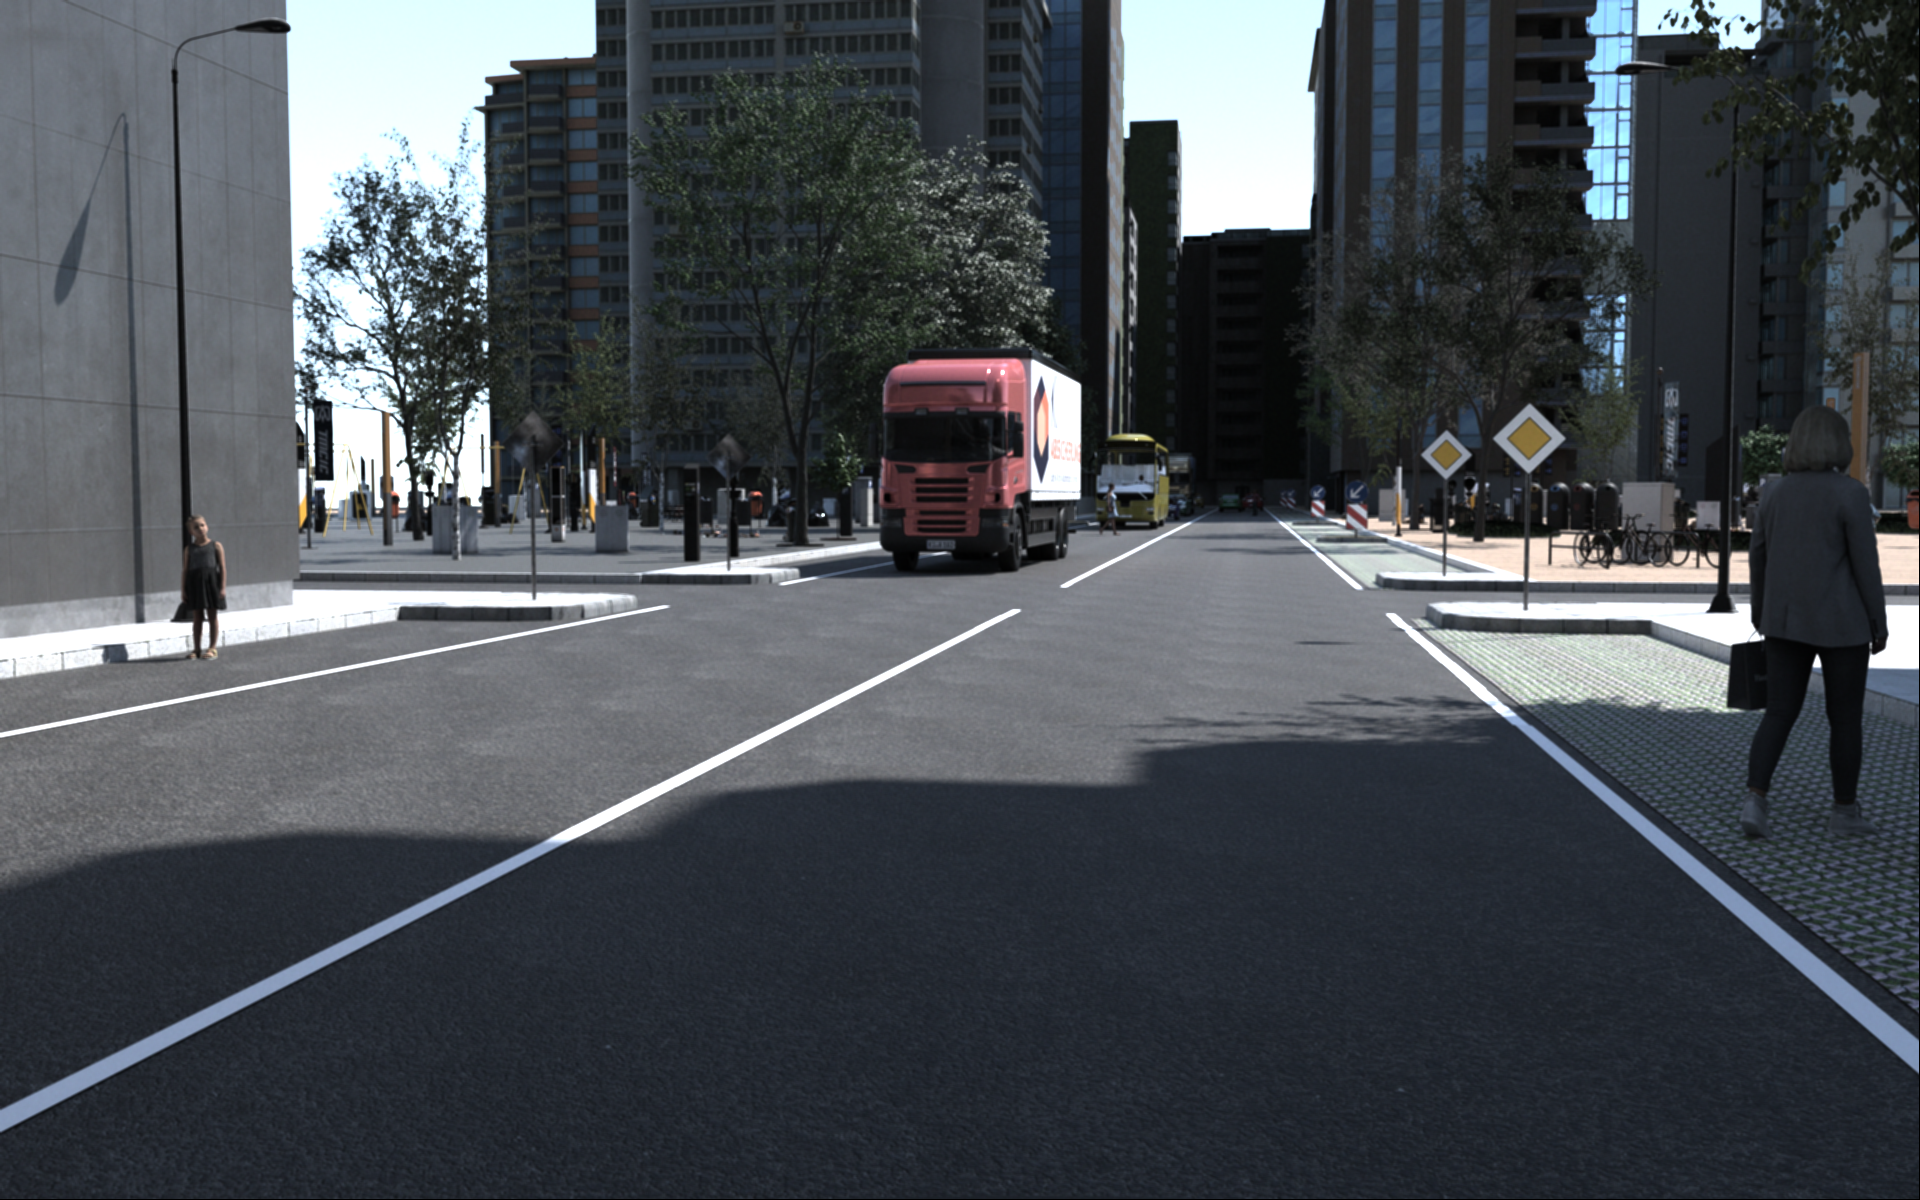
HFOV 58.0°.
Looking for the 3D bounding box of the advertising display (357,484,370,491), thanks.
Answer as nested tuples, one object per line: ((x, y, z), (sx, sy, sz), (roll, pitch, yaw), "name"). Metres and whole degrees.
((-38.011, -6.435, 110.429), (0.974, 1.923, 0.123), (2, 4, 28), "advertising display")

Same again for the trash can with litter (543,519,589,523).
((-17.823, -4.113, 78.298), (2.233, 1.210, 1.678), (1, 4, 15), "trash can with litter")

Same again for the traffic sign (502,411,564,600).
((-5.156, -1.057, 20.922), (0.795, 2.450, 0.064), (1, 4, 9), "traffic sign")

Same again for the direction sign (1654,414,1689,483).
((20.113, -3.488, 49.029), (0.876, 3.537, 0.379), (2, 4, 26), "direction sign")

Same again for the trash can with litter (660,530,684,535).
((-8.424, -2.690, 55.035), (2.233, 1.210, 1.678), (1, 4, 17), "trash can with litter")

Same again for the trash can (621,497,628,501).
((-19.932, -5.561, 102.582), (0.748, 1.137, 0.748), (0, 3, 0), "trash can")

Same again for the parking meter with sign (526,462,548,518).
((-23.091, -5.968, 93.842), (1.738, 3.016, 0.543), (3, 4, 36), "parking meter with sign")

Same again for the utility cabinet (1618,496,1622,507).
((28.723, -3.943, 75.636), (1.020, 1.237, 0.306), (3, 4, 39), "utility cabinet")

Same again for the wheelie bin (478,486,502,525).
((-19.397, -3.891, 71.528), (0.980, 1.594, 0.693), (-2, 4, -23), "wheelie bin")

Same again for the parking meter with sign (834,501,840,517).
((-6.351, -6.298, 99.235), (1.738, 3.016, 0.543), (-2, 4, -24), "parking meter with sign")

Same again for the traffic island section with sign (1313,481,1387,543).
((11.653, -2.626, 51.564), (1.989, 1.847, 2.006), (1, 4, 9), "traffic island section with sign")

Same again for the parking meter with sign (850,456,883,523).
((-4.251, -4.900, 76.373), (1.738, 3.016, 0.543), (2, 4, 24), "parking meter with sign")

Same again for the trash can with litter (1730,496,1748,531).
((25.964, -2.845, 57.575), (1.678, 1.210, 2.233), (2, 4, 35), "trash can with litter")

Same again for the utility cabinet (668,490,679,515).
((-17.308, -5.874, 104.717), (0.318, 1.500, 1.173), (1, 4, 10), "utility cabinet")

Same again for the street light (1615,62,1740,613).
((7.750, -2.824, 18.720), (1.470, 5.913, 1.316), (1, 4, 9), "street light")

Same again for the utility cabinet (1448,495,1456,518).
((26.112, -4.944, 91.988), (0.306, 1.237, 1.020), (1, 4, 8), "utility cabinet")

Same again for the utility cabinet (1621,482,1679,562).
((13.055, -1.479, 32.857), (0.318, 1.500, 1.173), (-1, 4, -14), "utility cabinet")

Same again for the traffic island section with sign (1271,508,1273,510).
((28.717, -8.916, 154.404), (1.989, 1.847, 2.006), (1, 4, 9), "traffic island section with sign")

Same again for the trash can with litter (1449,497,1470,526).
((17.920, -3.144, 62.795), (1.055, 1.170, 0.624), (1, 4, 14), "trash can with litter")

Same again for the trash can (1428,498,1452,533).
((15.904, -2.799, 57.423), (0.748, 1.137, 0.748), (0, 3, 0), "trash can")

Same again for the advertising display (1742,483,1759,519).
((40.600, -5.113, 88.818), (0.974, 1.923, 0.123), (0, 4, 7), "advertising display")

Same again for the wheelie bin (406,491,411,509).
((-33.805, -6.061, 107.011), (0.693, 1.594, 0.980), (-2, 4, -35), "wheelie bin")

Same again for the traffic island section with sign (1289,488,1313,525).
((16.286, -4.334, 79.492), (1.989, 1.847, 2.006), (1, 4, 9), "traffic island section with sign")

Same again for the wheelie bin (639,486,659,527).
((-12.066, -3.643, 67.475), (0.693, 1.594, 0.980), (-3, 5, -45), "wheelie bin")

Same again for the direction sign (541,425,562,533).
((-13.430, -3.952, 56.616), (0.876, 3.537, 0.379), (0, 4, 1), "direction sign")

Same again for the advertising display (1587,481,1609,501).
((30.335, -4.721, 82.408), (0.974, 1.923, 0.123), (0, 4, 7), "advertising display")

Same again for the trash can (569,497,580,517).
((-21.889, -5.297, 98.263), (0.748, 1.137, 0.748), (0, 3, 0), "trash can")

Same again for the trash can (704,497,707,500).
((-14.028, -5.020, 93.729), (0.748, 1.137, 0.748), (0, 3, 0), "trash can")

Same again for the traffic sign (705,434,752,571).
((-3.850, -1.539, 28.800), (0.795, 2.450, 0.064), (1, 4, 9), "traffic sign")

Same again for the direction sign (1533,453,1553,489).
((23.837, -4.825, 70.882), (0.379, 3.537, 0.876), (-3, 4, -39), "direction sign")

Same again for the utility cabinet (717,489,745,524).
((-9.656, -3.939, 73.081), (1.173, 1.500, 0.318), (1, 4, 21), "utility cabinet")

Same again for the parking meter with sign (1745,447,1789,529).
((30.007, -4.157, 64.227), (1.738, 3.016, 0.543), (-1, 4, -18), "parking meter with sign")

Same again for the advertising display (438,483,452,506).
((-28.746, -5.597, 96.730), (0.123, 1.923, 0.974), (2, 4, 31), "advertising display")

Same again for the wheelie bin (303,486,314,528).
((-24.710, -3.491, 64.980), (0.980, 1.594, 0.693), (-2, 4, -28), "wheelie bin")

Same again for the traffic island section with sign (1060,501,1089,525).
((4.943, -4.365, 79.998), (1.989, 1.847, 2.006), (1, 4, 9), "traffic island section with sign")

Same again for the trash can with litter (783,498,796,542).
((-4.473, -2.118, 46.013), (0.624, 1.170, 1.055), (-2, 4, -24), "trash can with litter")

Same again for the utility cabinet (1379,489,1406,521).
((20.027, -4.380, 80.284), (1.173, 1.500, 0.318), (1, 4, 10), "utility cabinet")

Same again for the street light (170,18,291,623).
((-7.222, -2.729, 17.163), (1.470, 5.913, 1.316), (1, 4, 9), "street light")

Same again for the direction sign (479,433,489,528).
((-17.853, -4.454, 64.827), (0.379, 3.537, 0.876), (-1, 4, -8), "direction sign")

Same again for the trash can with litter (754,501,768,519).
((-10.092, -4.734, 88.785), (1.055, 1.170, 0.624), (1, 4, 12), "trash can with litter")

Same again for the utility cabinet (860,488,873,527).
((-3.665, -3.622, 67.893), (0.318, 1.500, 1.173), (0, 4, 7), "utility cabinet")

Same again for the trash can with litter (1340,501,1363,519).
((19.778, -4.661, 87.600), (1.055, 1.170, 0.624), (0, 4, -7), "trash can with litter")

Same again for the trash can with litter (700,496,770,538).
((-6.847, -2.476, 51.532), (2.233, 1.210, 1.678), (0, 4, 3), "trash can with litter")

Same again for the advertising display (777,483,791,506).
((-10.746, -6.111, 105.126), (0.974, 1.923, 0.123), (-2, 4, -27), "advertising display")

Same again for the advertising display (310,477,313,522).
((-25.139, -3.728, 66.160), (0.123, 1.923, 0.974), (2, 4, 25), "advertising display")

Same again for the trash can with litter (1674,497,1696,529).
((26.835, -3.214, 63.928), (1.055, 1.170, 0.624), (0, 4, -4), "trash can with litter")

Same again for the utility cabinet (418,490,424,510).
((-31.754, -5.694, 101.770), (0.318, 1.500, 1.173), (0, 4, -6), "utility cabinet")

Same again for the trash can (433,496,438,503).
((-32.542, -5.890, 107.953), (0.748, 1.137, 0.748), (0, 3, 0), "trash can")

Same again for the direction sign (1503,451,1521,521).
((25.250, -5.337, 79.254), (0.876, 3.537, 0.379), (3, 5, 44), "direction sign")

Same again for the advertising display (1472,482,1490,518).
((27.983, -5.372, 93.046), (0.974, 1.923, 0.123), (0, 4, -7), "advertising display")

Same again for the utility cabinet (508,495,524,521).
((-21.400, -4.423, 83.484), (0.306, 1.237, 1.020), (-3, 5, -41), "utility cabinet")

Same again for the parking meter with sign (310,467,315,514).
((-41.646, -6.952, 109.930), (1.738, 3.016, 0.543), (2, 4, 32), "parking meter with sign")

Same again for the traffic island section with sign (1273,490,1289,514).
((24.242, -7.267, 127.444), (1.989, 1.847, 2.006), (1, 4, 9), "traffic island section with sign")

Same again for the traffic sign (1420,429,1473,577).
((7.536, -1.422, 26.898), (0.795, 2.450, 0.064), (1, 4, 9), "traffic sign")

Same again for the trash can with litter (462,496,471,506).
((-25.968, -4.805, 89.621), (2.233, 1.210, 1.678), (-2, 4, -34), "trash can with litter")

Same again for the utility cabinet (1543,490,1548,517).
((32.052, -5.191, 93.559), (1.173, 1.500, 0.318), (2, 4, 34), "utility cabinet")

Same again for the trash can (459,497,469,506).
((-25.135, -4.640, 87.515), (0.748, 1.137, 0.748), (0, 3, 0), "trash can")

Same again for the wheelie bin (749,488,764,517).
((-11.551, -5.500, 97.830), (0.980, 1.594, 0.693), (1, 4, 12), "wheelie bin")

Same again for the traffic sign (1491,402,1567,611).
((6.230, -0.941, 19.020), (0.795, 2.450, 0.064), (1, 4, 9), "traffic sign")
